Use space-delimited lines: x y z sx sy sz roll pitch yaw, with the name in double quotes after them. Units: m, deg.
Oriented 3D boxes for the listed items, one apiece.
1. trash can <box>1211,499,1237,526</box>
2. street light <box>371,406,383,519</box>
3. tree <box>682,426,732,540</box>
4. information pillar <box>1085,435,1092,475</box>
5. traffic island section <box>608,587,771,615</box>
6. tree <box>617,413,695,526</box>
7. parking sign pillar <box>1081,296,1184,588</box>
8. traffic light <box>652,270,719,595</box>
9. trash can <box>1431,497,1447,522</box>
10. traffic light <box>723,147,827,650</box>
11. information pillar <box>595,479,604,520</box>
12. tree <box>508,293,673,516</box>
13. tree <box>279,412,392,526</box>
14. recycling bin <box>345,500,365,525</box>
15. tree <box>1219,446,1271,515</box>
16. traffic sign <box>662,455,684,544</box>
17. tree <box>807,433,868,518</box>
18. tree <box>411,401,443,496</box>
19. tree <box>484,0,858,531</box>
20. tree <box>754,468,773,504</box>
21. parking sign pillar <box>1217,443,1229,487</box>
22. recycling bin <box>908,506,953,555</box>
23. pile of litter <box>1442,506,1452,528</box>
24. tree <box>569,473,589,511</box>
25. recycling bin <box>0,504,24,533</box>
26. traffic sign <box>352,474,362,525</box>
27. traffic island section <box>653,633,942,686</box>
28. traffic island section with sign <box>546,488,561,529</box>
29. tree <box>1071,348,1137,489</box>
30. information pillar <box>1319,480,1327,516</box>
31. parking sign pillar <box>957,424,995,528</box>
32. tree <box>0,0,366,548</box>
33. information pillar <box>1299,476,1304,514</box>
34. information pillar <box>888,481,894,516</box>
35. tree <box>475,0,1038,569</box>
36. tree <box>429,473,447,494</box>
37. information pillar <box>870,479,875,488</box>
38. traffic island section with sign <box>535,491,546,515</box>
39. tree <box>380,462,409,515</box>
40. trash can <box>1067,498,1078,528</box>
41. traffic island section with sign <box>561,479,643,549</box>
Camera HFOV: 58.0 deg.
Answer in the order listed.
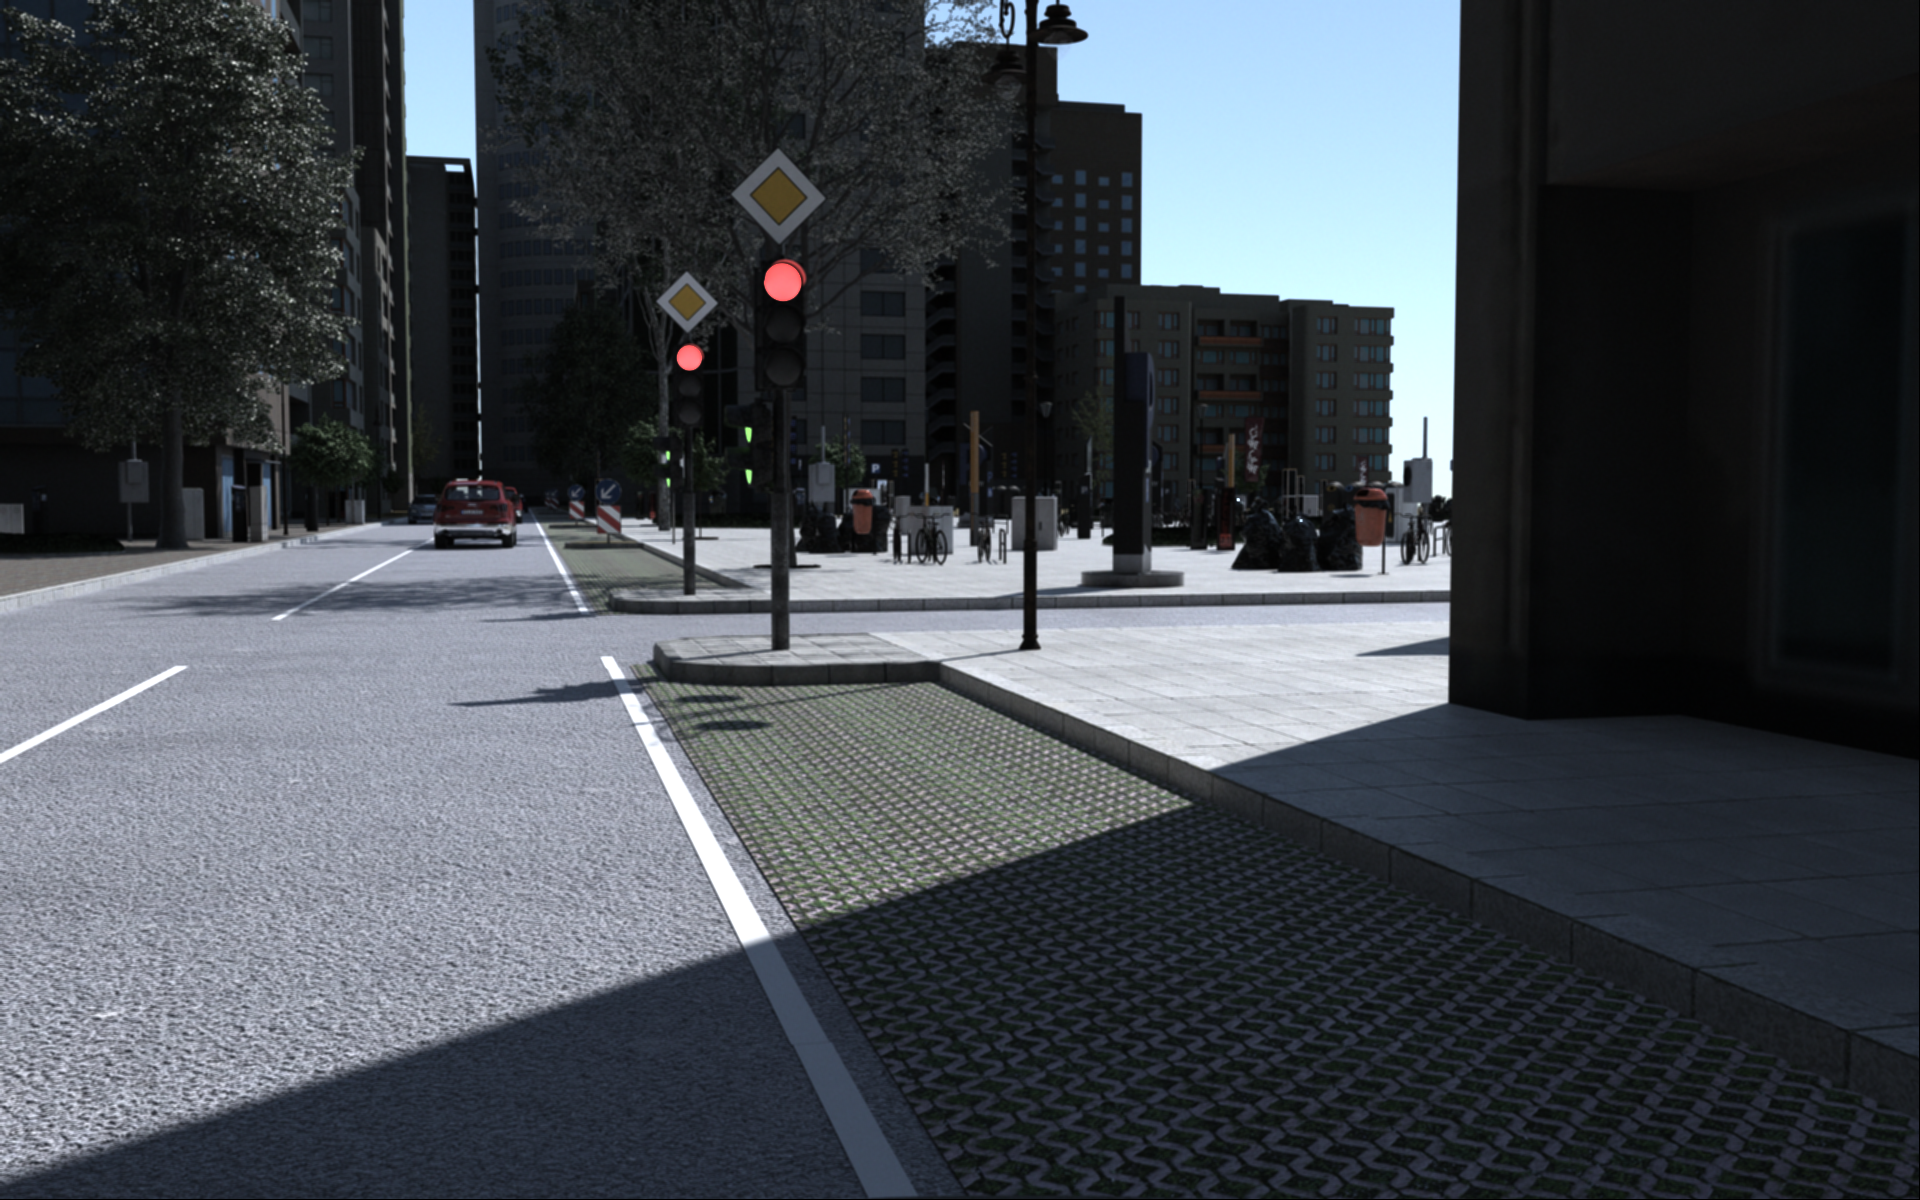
7.710 -2.382 50.604 0.748 1.137 0.748 0 3 0 "trash can"
-29.929 -7.112 89.074 0.468 5.910 1.993 -1 4 -14 "street light"
-7.305 -3.318 48.850 1.663 3.219 1.824 0 3 0 "tree"
5.097 -4.735 68.772 0.183 3.616 0.504 2 4 27 "information pillar"
-3.418 0.014 22.052 2.009 0.180 2.903 -1 4 -14 "traffic island section"
-12.250 -5.286 70.134 4.285 4.588 4.351 0 3 0 "tree"
2.430 -2.190 24.278 1.447 3.967 1.447 1 4 12 "parking sign pillar"
-3.460 -2.019 21.928 0.839 4.253 0.868 -1 4 -14 "traffic light"
22.058 -4.174 79.897 0.748 1.137 0.748 0 3 0 "trash can"
-1.500 -1.545 14.186 0.839 4.253 0.868 -1 4 -14 "traffic light"
-17.875 -4.985 85.989 0.304 2.012 0.304 2 4 32 "information pillar"
-20.956 -11.164 99.534 9.611 12.733 9.660 0 3 0 "tree"
-25.328 -5.226 69.154 4.285 4.588 4.351 0 3 0 "tree"
-25.548 -3.704 73.107 0.722 1.027 0.722 -1 4 -15 "recycling bin"
10.123 -4.031 60.503 1.663 3.219 1.824 0 3 0 "tree"
-7.326 -2.577 44.261 0.606 2.300 0.079 -1 4 -8 "traffic sign"
-6.525 -6.665 92.686 4.285 4.588 4.351 0 3 0 "tree"
-43.471 -11.499 138.364 4.737 8.622 4.395 0 3 0 "tree"
-8.843 -12.468 59.742 12.611 20.169 13.585 0 3 0 "tree"
-9.264 -5.403 82.936 1.663 3.219 1.824 0 3 0 "tree"
13.714 -6.236 90.437 1.447 3.967 1.447 1 4 17 "parking sign pillar"
-0.631 -1.490 36.911 0.722 1.027 0.722 -3 5 -44 "recycling bin"
18.811 -3.155 65.553 1.176 0.858 1.719 -1 4 -23 "pile of litter"
-28.730 -8.316 130.570 1.663 3.219 1.824 0 3 0 "tree"
-24.499 -1.942 44.313 0.722 1.027 0.722 2 4 30 "recycling bin"
-25.444 -4.434 72.605 0.768 2.556 0.104 -1 4 -9 "traffic sign"
-1.459 0.488 14.310 2.009 0.180 2.903 -1 4 -14 "traffic island section"
-16.155 -3.898 72.362 1.989 1.847 2.006 -1 4 -14 "traffic island section with sign"
7.938 -8.386 87.474 4.737 8.622 4.395 0 3 0 "tree"
18.750 -5.196 89.441 0.304 2.012 0.304 -1 4 -9 "information pillar"
0.657 -4.918 68.884 1.447 3.967 1.447 -2 4 -28 "parking sign pillar"
-18.756 -8.208 40.850 9.857 13.997 8.962 0 3 0 "tree"
13.671 -4.000 69.898 0.304 2.012 0.304 -2 4 -26 "information pillar"
-3.909 -5.625 96.468 0.304 2.012 0.304 3 5 40 "information pillar"
-3.116 -7.306 29.828 12.009 13.543 11.850 0 3 0 "tree"
-46.890 -9.841 155.496 1.663 3.219 1.824 0 3 0 "tree"
-4.318 -5.051 87.071 0.304 2.012 0.304 -2 4 -28 "information pillar"
-28.526 -6.888 121.253 1.989 1.847 2.006 -1 4 -14 "traffic island section with sign"
-34.424 -6.741 104.815 1.663 3.219 1.824 0 3 0 "tree"
4.408 -3.296 65.539 0.748 1.137 0.748 0 3 0 "trash can"
-9.461 -2.280 45.901 1.989 1.847 2.006 -1 4 -14 "traffic island section with sign"
